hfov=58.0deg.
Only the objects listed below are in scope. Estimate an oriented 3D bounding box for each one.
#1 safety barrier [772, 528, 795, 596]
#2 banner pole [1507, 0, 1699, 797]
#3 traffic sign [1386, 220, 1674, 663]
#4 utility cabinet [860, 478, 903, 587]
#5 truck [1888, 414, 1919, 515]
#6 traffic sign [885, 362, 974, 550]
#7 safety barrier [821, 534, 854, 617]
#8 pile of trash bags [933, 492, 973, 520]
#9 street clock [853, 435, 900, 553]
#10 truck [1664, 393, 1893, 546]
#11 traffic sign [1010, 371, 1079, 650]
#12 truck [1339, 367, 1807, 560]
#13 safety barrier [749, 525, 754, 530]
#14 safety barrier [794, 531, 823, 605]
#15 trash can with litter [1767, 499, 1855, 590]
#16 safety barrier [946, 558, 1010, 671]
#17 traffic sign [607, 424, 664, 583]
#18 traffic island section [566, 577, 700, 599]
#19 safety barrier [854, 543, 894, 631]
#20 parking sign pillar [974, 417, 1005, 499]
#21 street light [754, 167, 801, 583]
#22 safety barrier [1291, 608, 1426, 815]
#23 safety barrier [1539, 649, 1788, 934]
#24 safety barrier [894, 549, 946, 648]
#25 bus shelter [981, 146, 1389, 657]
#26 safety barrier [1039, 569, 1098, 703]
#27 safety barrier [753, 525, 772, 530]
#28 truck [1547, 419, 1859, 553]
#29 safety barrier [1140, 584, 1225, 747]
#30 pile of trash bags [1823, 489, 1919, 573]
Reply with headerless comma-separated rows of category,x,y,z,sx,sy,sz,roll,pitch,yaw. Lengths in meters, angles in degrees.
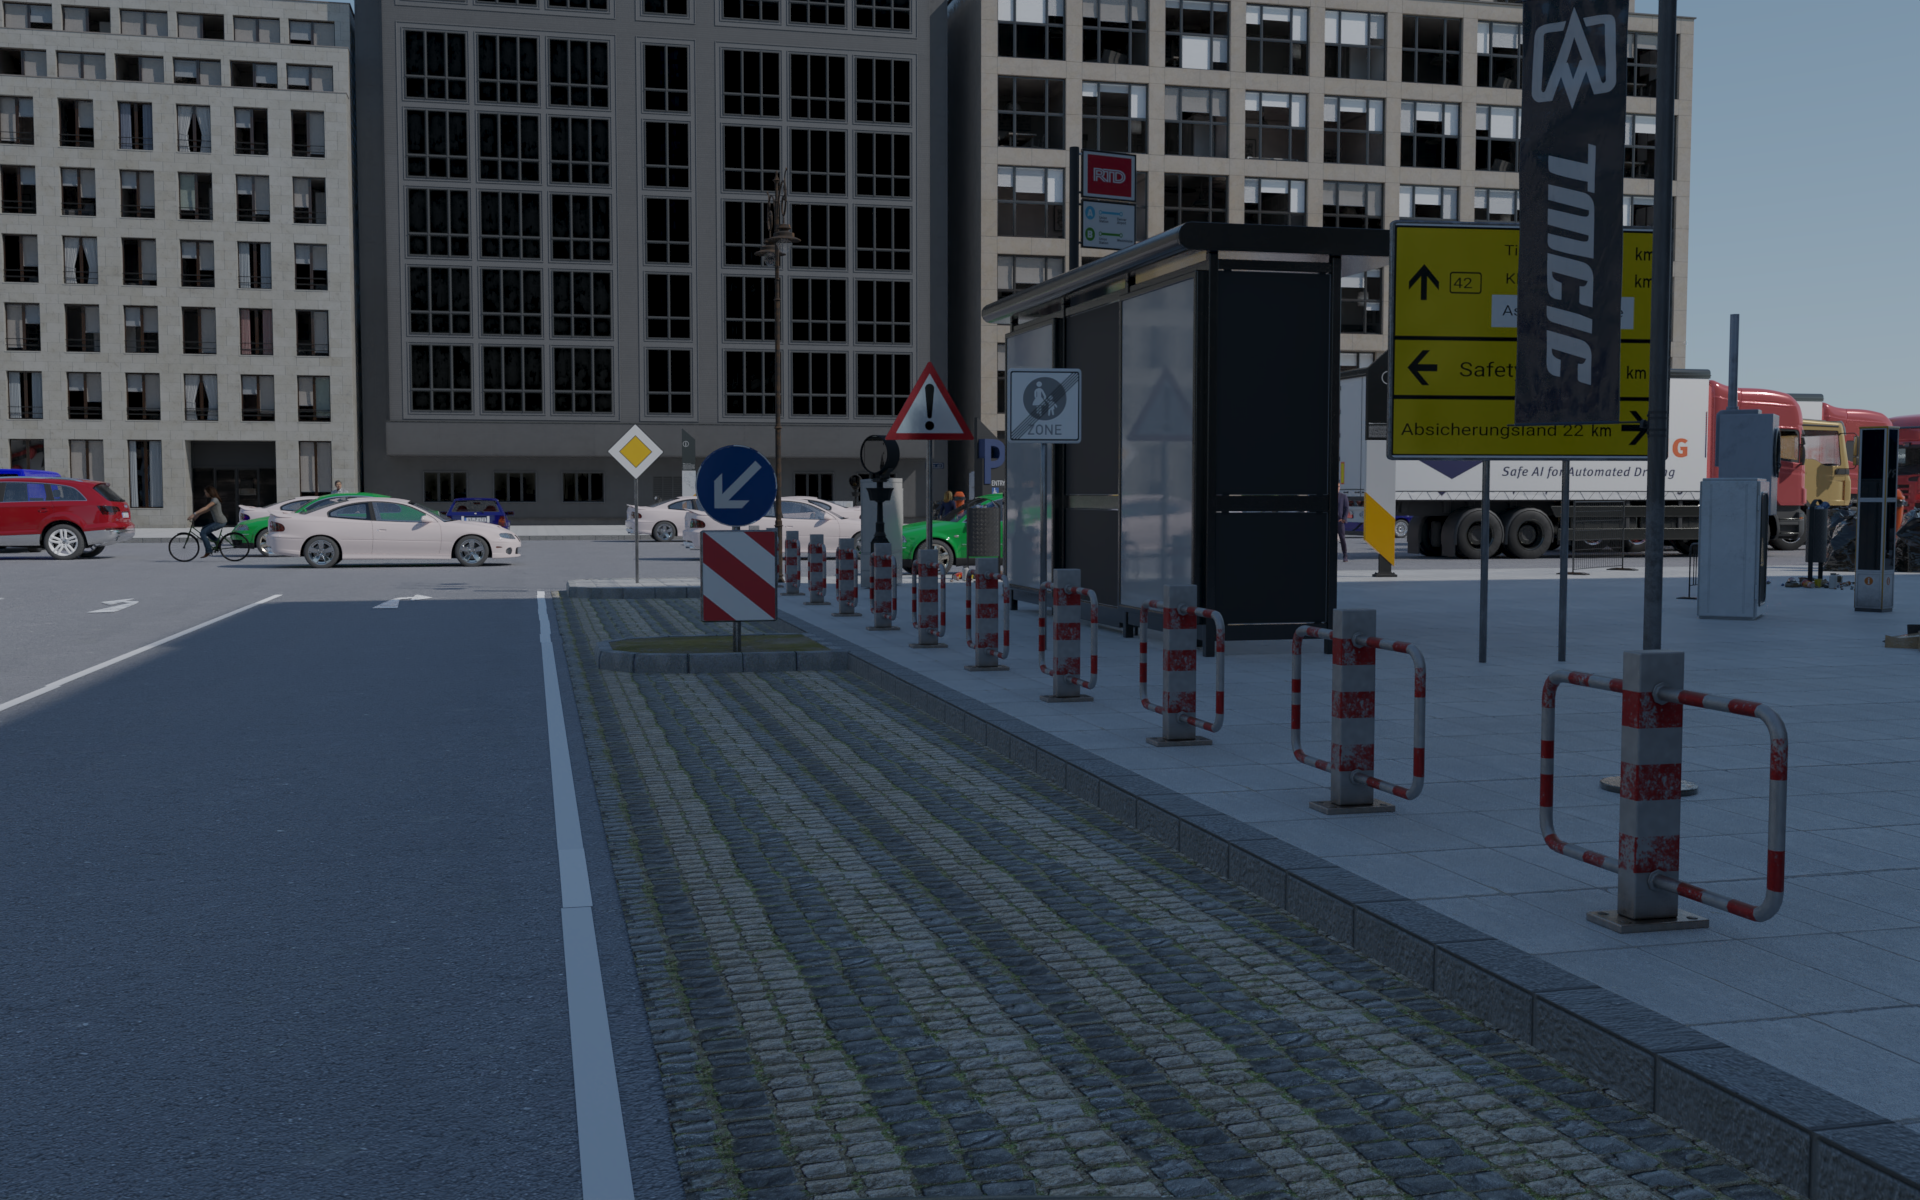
safety barrier,-2.121,-0.468,21.930,0.300,0.817,1.120,-1,4,-14
banner pole,2.810,-1.072,7.549,0.863,3.779,0.401,3,5,39
traffic sign,4.302,-1.178,13.135,2.265,3.308,0.079,-1,4,-9
utility cabinet,-1.091,-0.933,23.932,0.318,1.500,1.173,1,4,12
truck,32.681,-3.920,52.998,11.283,4.237,2.839,-1,4,-16
traffic sign,-0.304,-1.047,17.124,0.884,2.594,0.081,-1,4,-9
safety barrier,-1.192,-0.240,18.200,0.300,0.817,1.120,-1,4,-14
pile of trash bags,-0.085,-3.338,64.325,1.912,1.369,3.447,0,4,1
street clock,-0.983,-1.023,21.289,0.471,2.002,0.358,3,5,41
truck,21.599,-3.677,49.038,11.283,4.237,2.839,-1,4,-14
traffic sign,0.685,-0.738,14.199,0.606,2.300,0.079,0,4,-8
truck,14.346,-3.099,39.587,11.283,4.237,2.839,-1,4,-12
safety barrier,-3.049,-0.697,25.663,0.300,0.817,1.120,-1,4,-14
safety barrier,-1.658,-0.354,20.063,0.300,0.817,1.120,-1,4,-14
trash can with litter,12.156,-0.800,24.133,1.678,1.210,2.233,3,5,41
safety barrier,0.195,0.102,12.610,0.300,0.817,1.120,-1,4,-14
traffic sign,-4.647,-1.297,24.852,0.795,2.450,0.064,-1,4,-14
traffic island section,-4.626,-0.162,24.935,2.009,0.180,2.903,-1,4,-14
safety barrier,-0.728,-0.126,16.338,0.300,0.817,1.120,-1,4,-14
parking sign pillar,1.101,-4.456,61.331,1.447,3.967,1.447,3,5,45
street light,-2.626,-3.190,24.943,0.468,5.910,1.993,-1,4,-14
safety barrier,1.592,0.444,7.012,0.300,0.817,1.120,-1,4,-14
safety barrier,2.050,0.559,5.142,0.300,0.817,1.120,-1,4,-14
safety barrier,-0.266,-0.012,14.477,0.300,0.817,1.120,-1,4,-14
bus shelter,1.669,-2.456,17.783,2.179,5.291,8.768,-1,4,-14
safety barrier,0.662,0.217,10.735,0.300,0.817,1.120,-1,4,-14
safety barrier,-2.584,-0.582,23.797,0.300,0.817,1.120,-1,4,-14
truck,18.638,-2.960,44.318,9.791,3.379,3.469,-1,4,-15
safety barrier,1.125,0.331,8.871,0.300,0.817,1.120,-1,4,-14
pile of trash bags,15.863,-1.221,29.722,1.912,1.369,3.447,2,4,31
